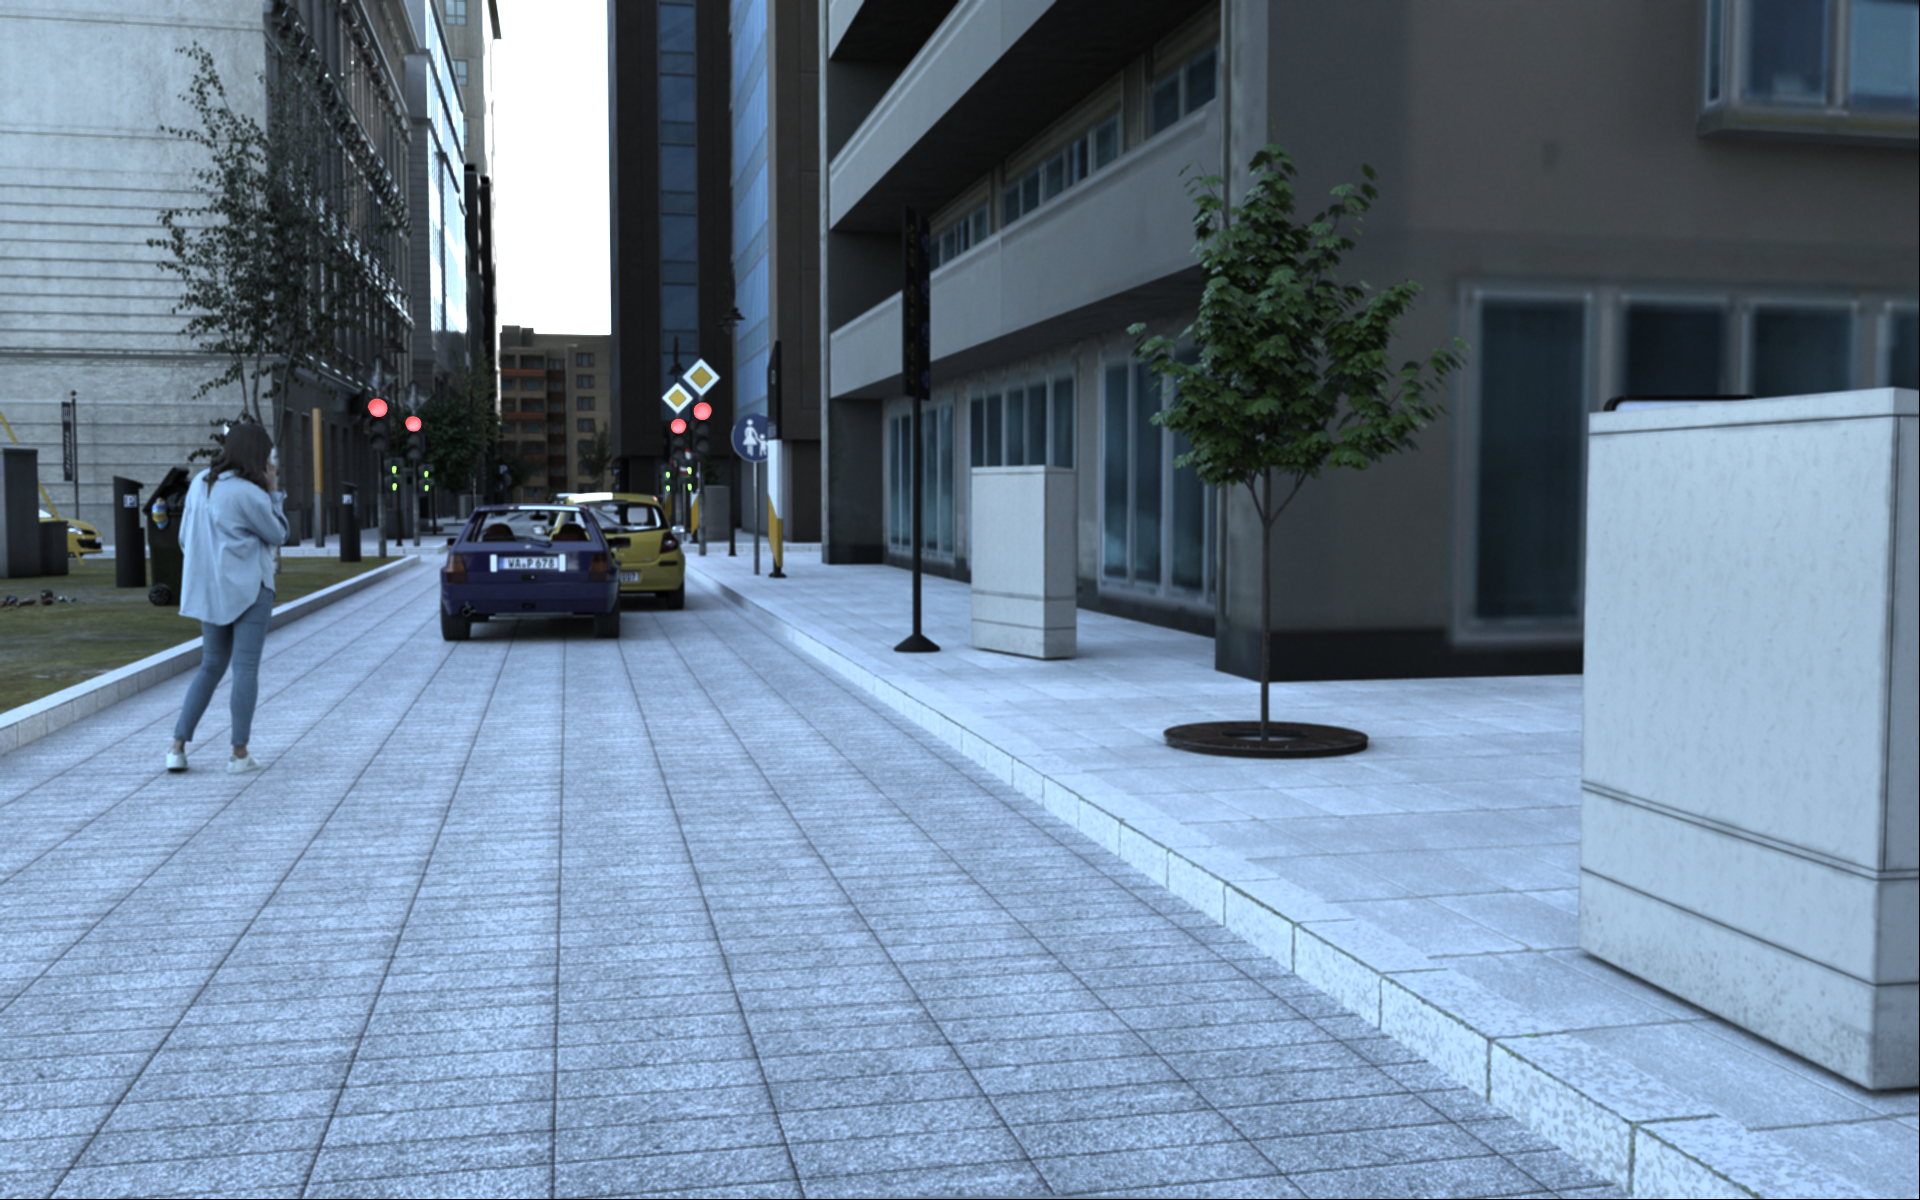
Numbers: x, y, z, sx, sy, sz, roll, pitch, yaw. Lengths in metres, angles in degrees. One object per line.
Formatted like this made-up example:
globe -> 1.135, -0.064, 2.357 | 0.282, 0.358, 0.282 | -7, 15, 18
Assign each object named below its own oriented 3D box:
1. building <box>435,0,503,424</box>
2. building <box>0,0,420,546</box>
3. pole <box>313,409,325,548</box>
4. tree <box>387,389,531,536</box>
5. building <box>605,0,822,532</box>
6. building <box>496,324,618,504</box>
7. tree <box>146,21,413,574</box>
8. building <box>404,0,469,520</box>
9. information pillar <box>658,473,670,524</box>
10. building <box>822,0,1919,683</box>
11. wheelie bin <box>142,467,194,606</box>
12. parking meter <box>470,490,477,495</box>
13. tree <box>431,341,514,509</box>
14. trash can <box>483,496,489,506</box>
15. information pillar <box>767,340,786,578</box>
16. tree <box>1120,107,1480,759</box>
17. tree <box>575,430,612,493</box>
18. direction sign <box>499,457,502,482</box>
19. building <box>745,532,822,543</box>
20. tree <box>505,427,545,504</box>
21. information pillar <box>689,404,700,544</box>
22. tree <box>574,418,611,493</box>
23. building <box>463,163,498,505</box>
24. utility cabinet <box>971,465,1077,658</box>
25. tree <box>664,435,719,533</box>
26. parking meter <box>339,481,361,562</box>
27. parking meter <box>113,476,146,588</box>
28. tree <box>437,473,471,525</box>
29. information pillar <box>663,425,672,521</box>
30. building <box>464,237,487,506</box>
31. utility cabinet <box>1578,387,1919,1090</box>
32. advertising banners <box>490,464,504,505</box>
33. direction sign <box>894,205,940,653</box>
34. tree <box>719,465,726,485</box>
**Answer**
building -> -59.121, -35.491, 169.518 | 27.495, 52.752, 28.713 | -1, 4, -13
building -> -29.741, -17.476, 62.147 | 17.030, 29.872, 44.131 | -1, 4, -13
pole -> -15.325, -2.908, 41.382 | 0.158, 3.312, 0.155 | 0, 3, 0
tree -> -16.425, -4.306, 54.115 | 4.285, 4.588, 4.351 | 0, 3, 0
building -> -7.193, -25.703, 70.353 | 14.600, 45.320, 14.200 | -1, 4, -13
building -> -53.713, -22.425, 211.685 | 28.899, 21.520, 27.650 | -1, 4, -13
tree -> -10.980, -4.734, 27.770 | 4.360, 8.622, 3.978 | 0, 3, 0
building -> -34.702, -19.655, 98.859 | 11.434, 29.767, 29.804 | -1, 4, -13
information pillar -> -10.382, -3.445, 60.818 | 0.304, 2.012, 0.304 | -2, 4, -32
building -> 10.127, -24.413, 22.859 | 21.300, 48.544, 21.600 | -1, 4, -13
wheelie bin -> -9.058, -0.750, 20.171 | 0.693, 1.594, 0.980 | -1, 4, -10
parking meter -> -27.197, -5.414, 96.936 | 0.372, 1.533, 0.369 | 0, 3, 0
tree -> -23.564, -8.151, 83.626 | 4.737, 8.622, 4.395 | 0, 3, 0
trash can -> -29.808, -5.905, 108.207 | 0.748, 1.137, 0.748 | 0, 3, 0
information pillar -> -2.841, -2.156, 26.606 | 0.183, 3.616, 0.504 | -1, 4, -23
tree -> 1.462, -0.863, 8.714 | 1.663, 3.219, 1.824 | 0, 3, 0
tree -> -40.345, -14.837, 192.954 | 4.360, 8.622, 3.978 | 0, 3, 0
direction sign -> -28.190, -6.992, 106.311 | 0.379, 3.537, 0.876 | -1, 4, -23
building -> 0.697, -24.574, 51.900 | 14.200, 45.320, 14.600 | -1, 4, -13
tree -> -48.067, -14.713, 190.912 | 4.360, 8.622, 3.978 | 0, 3, 0
information pillar -> -6.834, -3.270, 44.815 | 0.183, 3.616, 0.504 | -2, 4, -35
tree -> -34.742, -13.240, 166.831 | 4.737, 8.622, 4.395 | 0, 3, 0
building -> -47.672, -23.108, 149.515 | 14.160, 30.474, 14.107 | -1, 4, -13
utility cabinet -> 0.507, -0.316, 13.838 | 0.318, 1.500, 1.173 | -2, 4, -28
tree -> -8.974, -3.825, 57.137 | 1.663, 3.219, 1.824 | 0, 3, 0
parking meter -> -11.552, -1.491, 32.788 | 0.372, 1.533, 0.369 | 0, 3, 0
parking meter -> -11.431, -0.944, 23.848 | 0.372, 1.533, 0.369 | 0, 3, 0
tree -> -20.945, -4.697, 71.397 | 1.663, 3.219, 1.824 | 0, 3, 0
information pillar -> -9.877, -4.106, 58.492 | 0.183, 3.616, 0.504 | -2, 4, -32
building -> -49.642, -17.214, 126.484 | 27.650, 21.520, 28.899 | -1, 4, -13
utility cabinet -> 1.976, 0.273, 4.223 | 0.318, 1.500, 1.173 | -1, 4, -10
advertising banners -> -26.814, -6.361, 100.183 | 0.090, 3.025, 2.074 | 0, 4, 6
direction sign -> -0.352, -1.351, 14.083 | 0.379, 3.537, 0.876 | 1, 4, 11
tree -> -8.876, -3.975, 59.592 | 1.663, 3.219, 1.824 | 0, 3, 0
